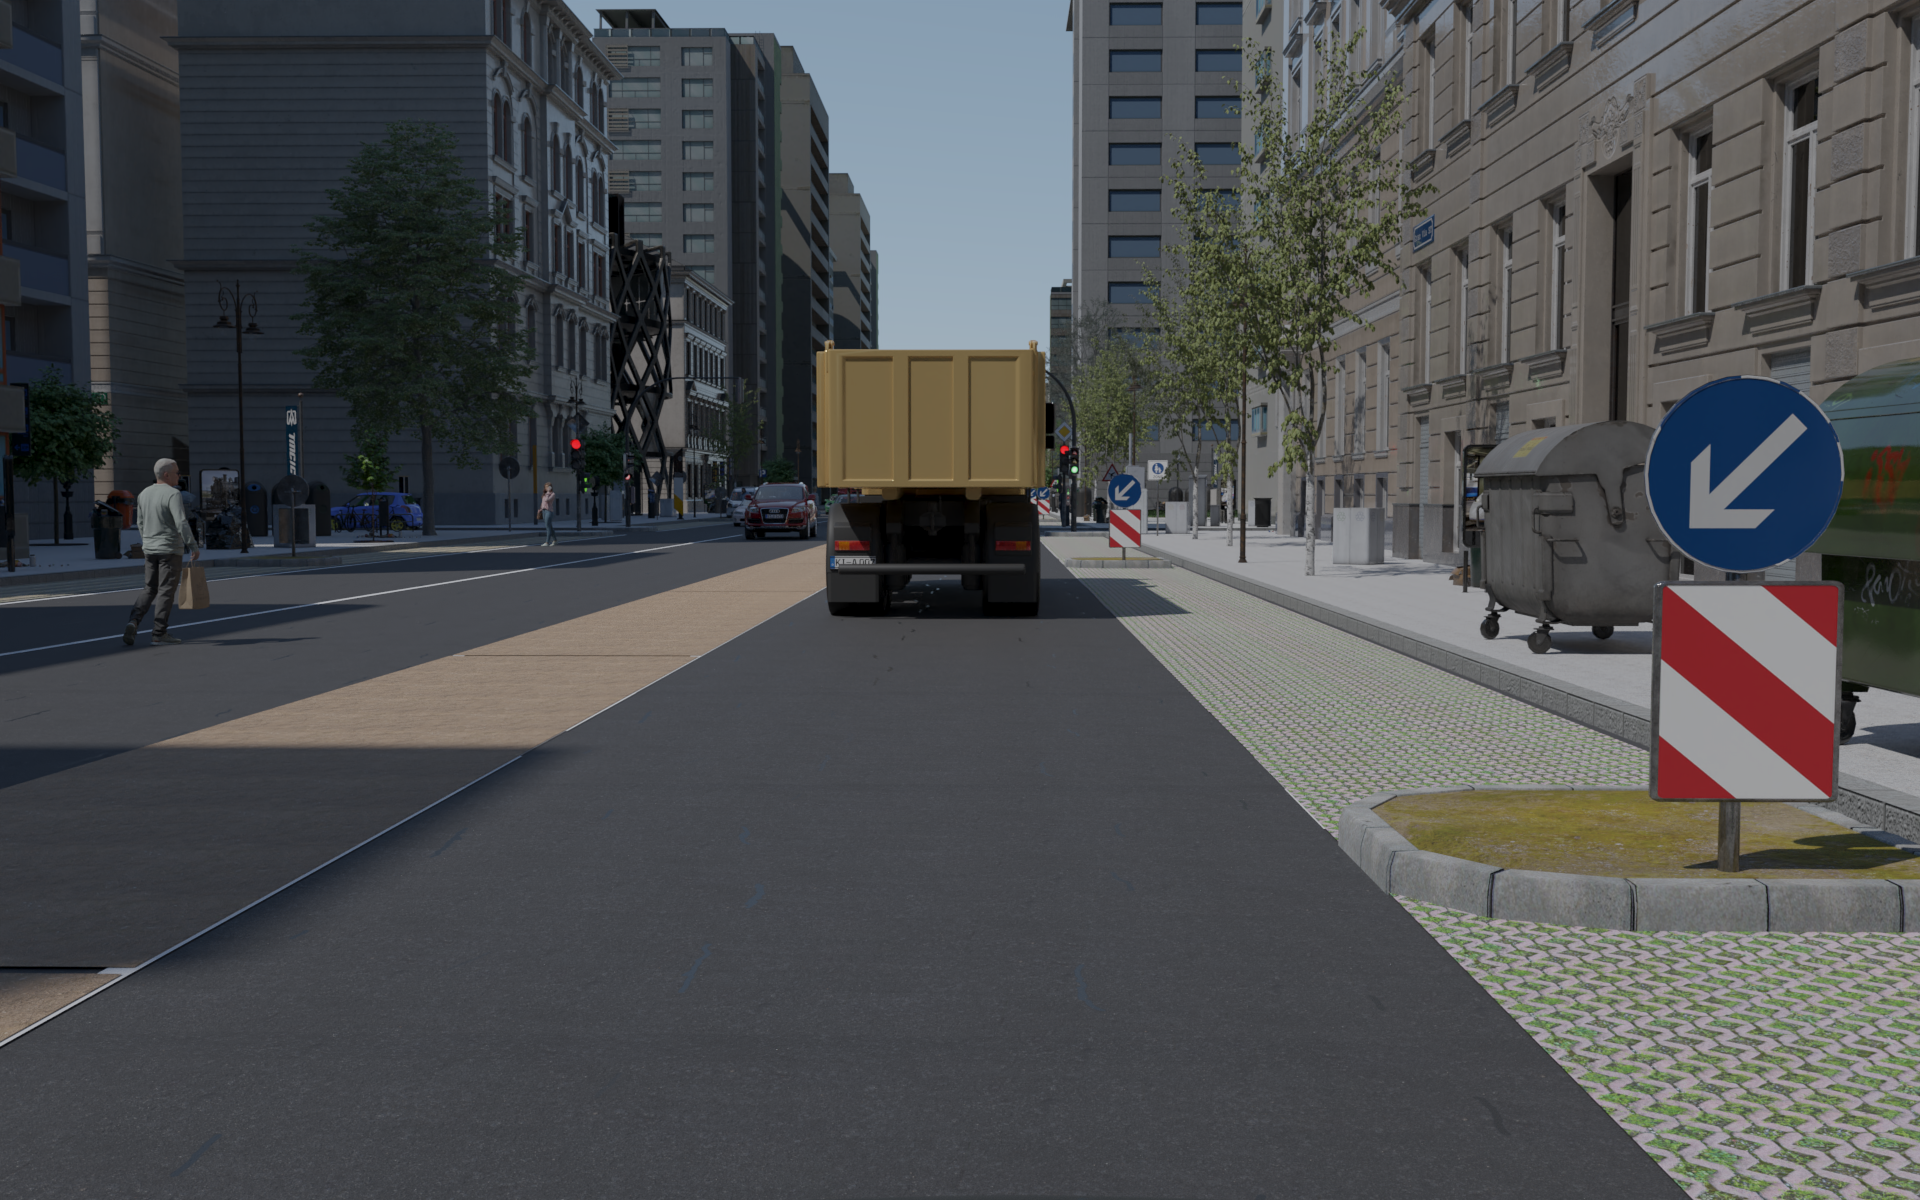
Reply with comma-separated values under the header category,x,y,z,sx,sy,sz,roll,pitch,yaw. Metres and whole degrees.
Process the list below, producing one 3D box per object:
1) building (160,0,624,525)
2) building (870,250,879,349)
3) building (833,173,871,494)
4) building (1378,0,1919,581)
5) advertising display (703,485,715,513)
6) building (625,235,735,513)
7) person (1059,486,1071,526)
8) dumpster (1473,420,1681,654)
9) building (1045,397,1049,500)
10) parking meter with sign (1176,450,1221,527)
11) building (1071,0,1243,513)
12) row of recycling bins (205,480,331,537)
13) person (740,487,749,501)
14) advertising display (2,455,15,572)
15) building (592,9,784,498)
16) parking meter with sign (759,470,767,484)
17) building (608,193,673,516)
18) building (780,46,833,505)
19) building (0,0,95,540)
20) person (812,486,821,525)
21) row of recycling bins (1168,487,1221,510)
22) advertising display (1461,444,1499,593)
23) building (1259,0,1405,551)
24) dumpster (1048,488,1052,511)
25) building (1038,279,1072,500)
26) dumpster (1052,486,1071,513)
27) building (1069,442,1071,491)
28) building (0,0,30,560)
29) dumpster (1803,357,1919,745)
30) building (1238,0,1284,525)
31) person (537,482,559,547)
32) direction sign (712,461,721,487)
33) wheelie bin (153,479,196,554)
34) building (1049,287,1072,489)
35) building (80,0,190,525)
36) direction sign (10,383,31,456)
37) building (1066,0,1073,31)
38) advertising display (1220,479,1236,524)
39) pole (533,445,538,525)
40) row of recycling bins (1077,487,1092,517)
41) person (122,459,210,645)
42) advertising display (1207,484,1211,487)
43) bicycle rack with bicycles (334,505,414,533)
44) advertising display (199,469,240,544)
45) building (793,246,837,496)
category,x,y,z,sx,sy,sz,roll,pitch,yaw
building,-25.047,-17.983,81.413,14.401,28.519,23.554,0,4,1
building,-20.693,-36.624,282.388,14.154,41.232,14.086,0,4,1
building,-24.998,-39.164,264.026,21.300,48.544,21.600,0,4,1
building,14.210,-13.762,22.275,12.463,27.353,25.104,0,4,1
advertising display,-17.462,-7.061,120.659,0.123,1.923,0.974,3,5,40
building,-23.038,-15.997,126.172,10.561,19.102,19.286,0,4,1
person,4.259,-3.731,69.924,0.576,1.772,0.534,-1,4,-18
dumpster,5.168,-0.535,14.507,1.264,1.857,1.865,0,4,1
building,26.968,-25.539,262.594,27.650,21.520,28.899,0,4,1
parking meter with sign,9.417,-4.414,68.438,1.738,3.016,0.543,1,4,18
building,18.738,-35.768,126.813,21.231,58.520,28.212,0,4,1
row of recycling bins,-20.919,-2.770,52.397,3.534,1.692,1.069,-2,4,-25
person,-11.594,-5.213,93.991,0.793,1.790,0.793,0,4,-4
advertising display,-15.788,-1.440,28.765,0.123,1.923,0.974,-2,4,-30
building,-23.118,-28.482,149.276,14.154,41.232,14.086,0,4,1
parking meter with sign,-13.765,-7.795,123.709,0.543,3.016,1.738,1,4,15
building,-25.742,-14.353,102.128,16.820,18.784,16.811,0,4,1
building,-26.083,-34.765,192.107,21.300,48.544,21.600,0,4,1
building,-39.895,-30.810,45.741,28.212,58.520,21.231,0,4,1
person,-6.673,-4.300,79.165,0.624,1.780,0.694,-2,4,-29
row of recycling bins,13.332,-5.441,96.075,3.534,1.692,1.069,0,4,2
advertising display,7.006,-1.054,22.452,0.974,1.923,0.123,0,4,7
building,16.134,-15.836,44.821,13.634,28.700,20.117,0,4,1
dumpster,7.288,-7.667,131.107,1.264,1.857,1.865,0,4,1
building,29.081,-36.522,289.007,32.217,40.220,23.993,0,4,1
dumpster,7.033,-6.807,117.046,1.264,1.857,1.865,0,4,1
building,24.467,-54.126,197.629,22.319,86.520,31.000,0,4,1
building,-32.694,-10.689,19.798,27.650,21.520,28.899,0,4,1
dumpster,4.974,-0.337,8.005,1.502,2.255,1.985,0,4,1
building,23.775,-27.743,77.305,21.600,48.544,21.300,0,4,1
person,-11.255,-2.350,47.519,0.643,1.750,0.593,-3,5,-41
direction sign,-16.598,-7.771,119.052,0.876,3.537,0.379,-2,4,-32
wheelie bin,-16.777,-1.771,36.864,0.980,1.594,0.693,-1,4,-11
building,19.408,-28.703,241.002,14.160,30.474,14.107,0,4,1
building,-44.173,-17.771,76.464,20.117,28.700,13.634,0,4,1
direction sign,-19.433,-2.652,35.357,0.876,3.537,0.379,-1,4,-12
building,25.157,-35.450,168.841,28.713,52.752,27.495,0,4,1
advertising display,11.629,-4.274,75.093,0.123,1.923,0.974,-2,4,-27
pole,-17.701,-4.792,72.192,0.158,3.312,0.155,0,3,0
row of recycling bins,6.965,-5.572,98.213,1.069,1.692,3.534,0,4,0
person,-7.505,-0.452,16.379,0.782,1.767,0.515,2,4,24
advertising display,15.576,-6.340,108.871,0.123,1.923,0.974,2,4,28
bicycle rack with bicycles,-19.963,-2.753,58.389,2.852,0.926,2.925,2,4,24
advertising display,-19.141,-2.422,44.811,0.974,1.923,0.123,-3,4,-39
building,-30.459,-33.620,241.565,32.217,40.220,23.993,0,4,1
